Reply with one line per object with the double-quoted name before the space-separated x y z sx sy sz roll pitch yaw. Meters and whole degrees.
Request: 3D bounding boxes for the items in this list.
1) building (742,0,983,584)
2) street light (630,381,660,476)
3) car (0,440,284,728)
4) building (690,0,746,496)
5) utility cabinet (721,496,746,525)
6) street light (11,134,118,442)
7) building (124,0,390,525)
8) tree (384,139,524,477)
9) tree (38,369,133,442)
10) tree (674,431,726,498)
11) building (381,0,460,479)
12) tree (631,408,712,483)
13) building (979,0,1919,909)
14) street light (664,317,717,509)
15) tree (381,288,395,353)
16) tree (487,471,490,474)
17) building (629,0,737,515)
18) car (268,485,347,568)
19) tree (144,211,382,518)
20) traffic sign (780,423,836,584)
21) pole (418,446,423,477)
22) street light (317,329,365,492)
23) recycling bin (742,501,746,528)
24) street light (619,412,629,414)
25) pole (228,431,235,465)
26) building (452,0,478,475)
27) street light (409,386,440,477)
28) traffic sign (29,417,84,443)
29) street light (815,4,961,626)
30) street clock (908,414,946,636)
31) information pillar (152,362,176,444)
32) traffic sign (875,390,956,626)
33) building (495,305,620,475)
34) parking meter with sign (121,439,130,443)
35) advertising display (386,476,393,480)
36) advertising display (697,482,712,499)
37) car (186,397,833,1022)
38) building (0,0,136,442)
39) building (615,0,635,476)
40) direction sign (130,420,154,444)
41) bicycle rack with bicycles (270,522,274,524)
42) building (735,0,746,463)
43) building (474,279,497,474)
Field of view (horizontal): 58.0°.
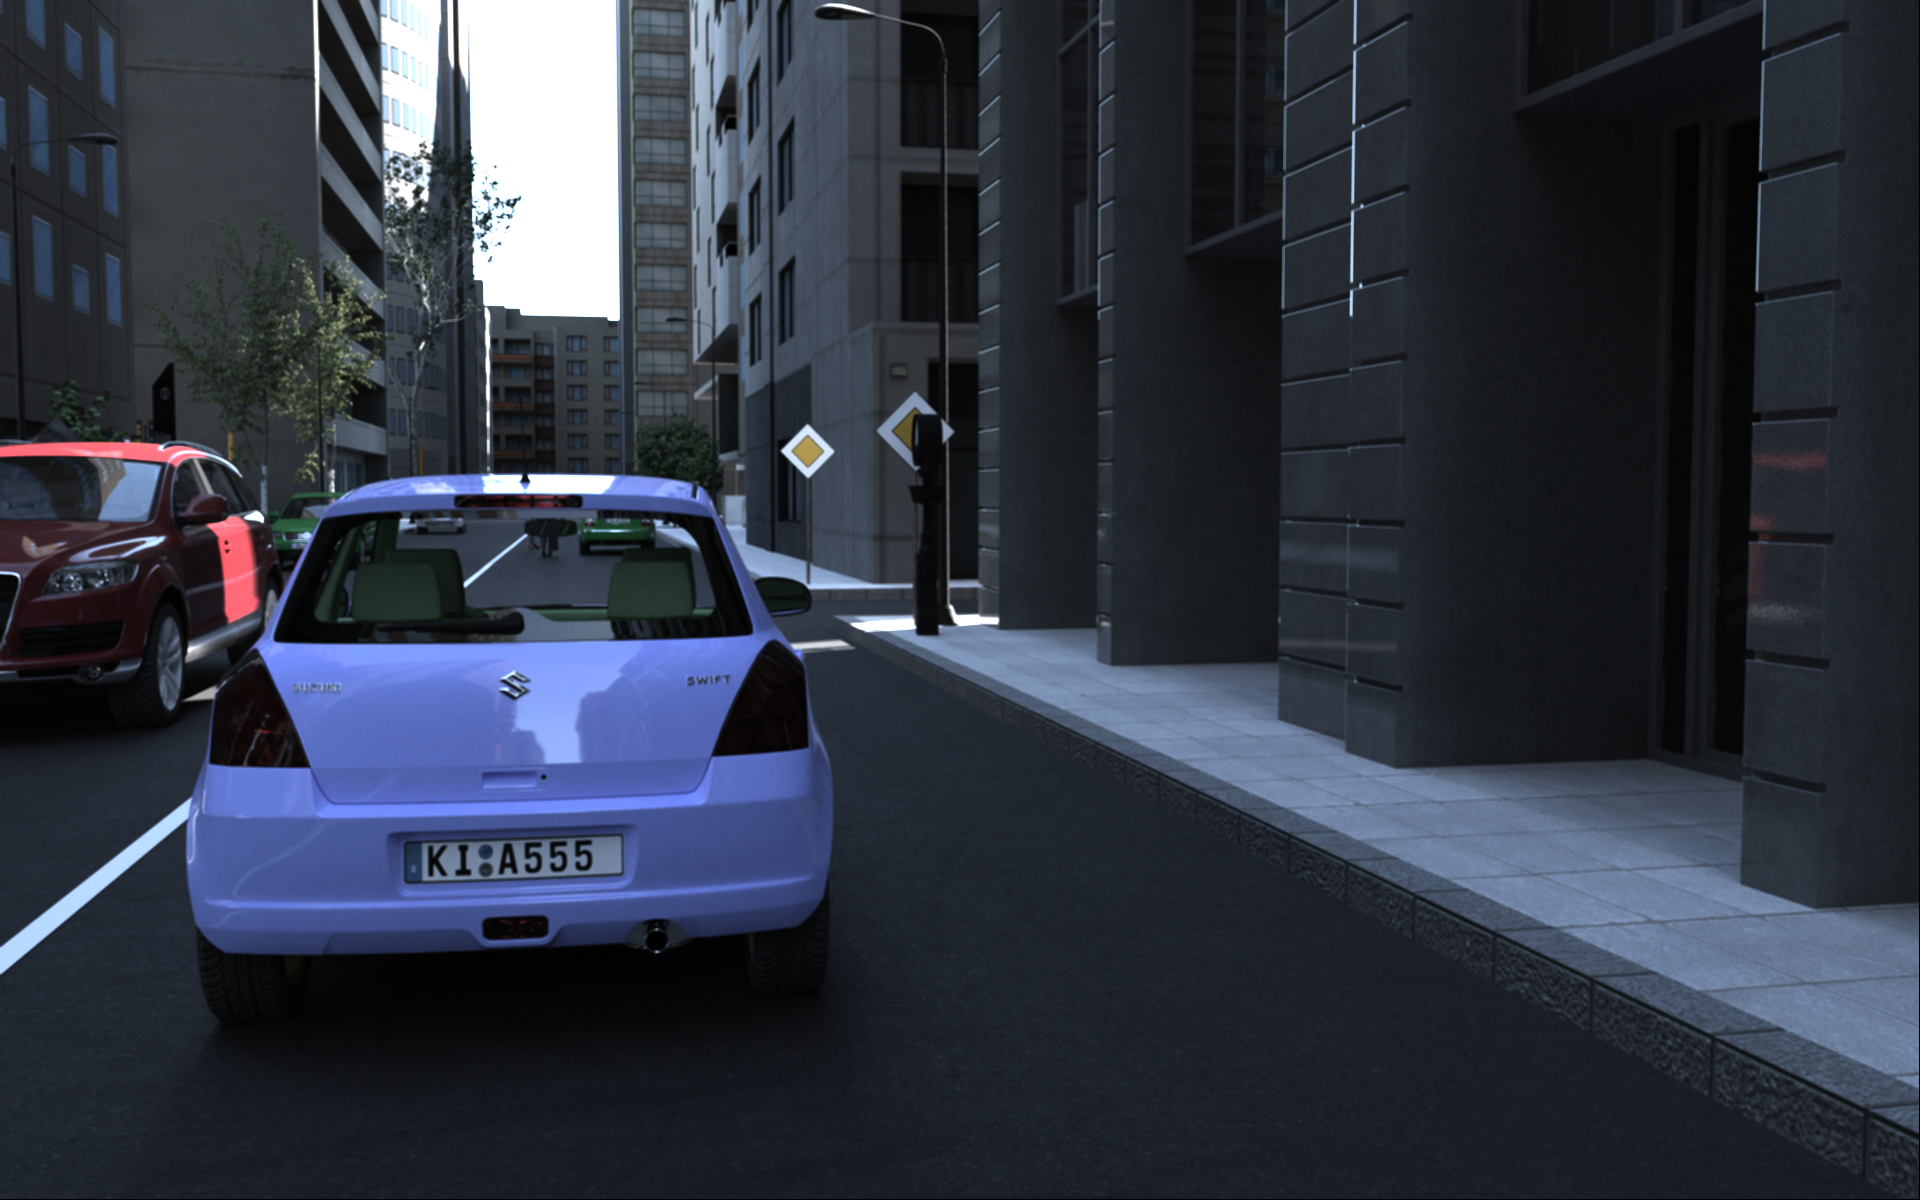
"building" 6.626 -36.479 34.678 20.611 71.187 20.563 -1 4 -12
"street light" -12.732 -6.059 71.599 1.470 5.913 1.316 -1 4 -12
"car" -6.172 -0.211 12.118 2.281 1.827 5.304 -1 4 -11
"building" -22.727 -37.161 196.824 27.495 52.752 28.713 -1 4 -12
"utility cabinet" -9.329 -3.681 71.340 1.020 1.237 0.306 -3 5 -41
"street light" -11.567 -3.049 22.393 1.470 5.913 1.316 -1 4 -12
"building" -33.836 -26.945 64.252 21.300 48.544 21.600 -1 4 -12
"tree" -28.494 -14.093 86.304 12.611 20.169 13.585 0 3 0
"tree" -13.684 -1.959 26.639 1.663 3.219 1.824 0 3 0
"tree" -7.631 -3.564 52.865 1.663 3.219 1.824 0 3 0
"building" -43.008 -34.528 106.534 21.231 58.520 28.212 -1 4 -12
"tree" -10.881 -5.044 66.184 4.285 4.588 4.351 0 3 0
"building" 8.614 -13.797 3.068 11.434 29.767 29.804 -1 4 -12
"street light" -7.037 -4.475 45.712 1.470 5.913 1.316 -1 4 -12
"tree" -19.387 -6.253 52.592 4.737 8.622 4.395 0 3 0
"tree" -38.657 -9.044 142.462 1.663 3.219 1.824 0 3 0
"building" -14.134 -26.192 111.837 14.154 41.232 14.086 -1 4 -12
"car" -12.554 -1.563 34.356 1.959 1.807 4.718 -1 4 -11
"tree" -18.192 -5.756 44.476 4.737 8.622 4.395 0 3 0
"traffic sign" -2.163 -1.284 24.629 0.795 2.450 0.064 -1 4 -12
"pole" -23.042 -4.902 73.986 0.158 3.312 0.155 0 3 0
"street light" -17.443 -4.663 48.778 1.470 5.913 1.316 -1 4 -12
"recycling bin" -7.917 -3.310 66.668 0.722 1.027 0.722 1 4 17
"street light" -18.536 -7.670 97.942 1.470 5.913 1.316 -1 4 -12
"pole" -23.683 -3.824 56.370 0.158 3.312 0.155 0 3 0
"building" -43.791 -29.285 128.921 14.600 45.320 14.200 -1 4 -12
"street light" -23.102 -6.248 74.697 1.470 5.913 1.316 -1 4 -12
"traffic sign" -11.731 -1.156 22.540 0.795 2.450 0.064 -1 4 -12
"street light" -0.691 -2.703 16.727 1.470 5.913 1.316 -1 4 -12
"street clock" -0.299 -0.683 15.737 0.358 2.002 0.471 -1 4 -9
"information pillar" -14.187 -2.422 30.951 0.504 3.616 0.183 2 4 26
"traffic sign" -0.438 -0.807 16.831 0.795 2.450 0.064 -1 4 -12
"building" -49.964 -21.121 190.370 28.899 21.520 27.650 -1 4 -12
"parking meter with sign" -26.923 -3.597 55.074 1.738 3.016 0.543 2 4 28
"advertising display" -19.953 -3.389 60.631 0.123 1.923 0.974 -1 4 -13
"advertising display" -10.626 -4.015 70.854 0.974 1.923 0.123 -1 4 -14
"car" -1.453 0.213 6.111 1.945 1.707 3.694 -1 4 -11
"building" -24.988 -23.355 31.973 14.600 45.320 14.200 -1 4 -12
"building" -20.971 -37.788 159.826 21.231 58.520 28.212 -1 4 -12
"direction sign" -24.992 -3.744 53.218 0.876 3.537 0.379 -1 4 -18
"bicycle rack with bicycles" -17.500 -1.670 40.686 2.925 0.926 2.852 -2 4 -29
"building" 0.327 -24.799 55.579 14.600 45.320 14.200 -1 4 -12
"building" -57.090 -18.881 153.751 28.899 21.520 27.650 -1 4 -12
